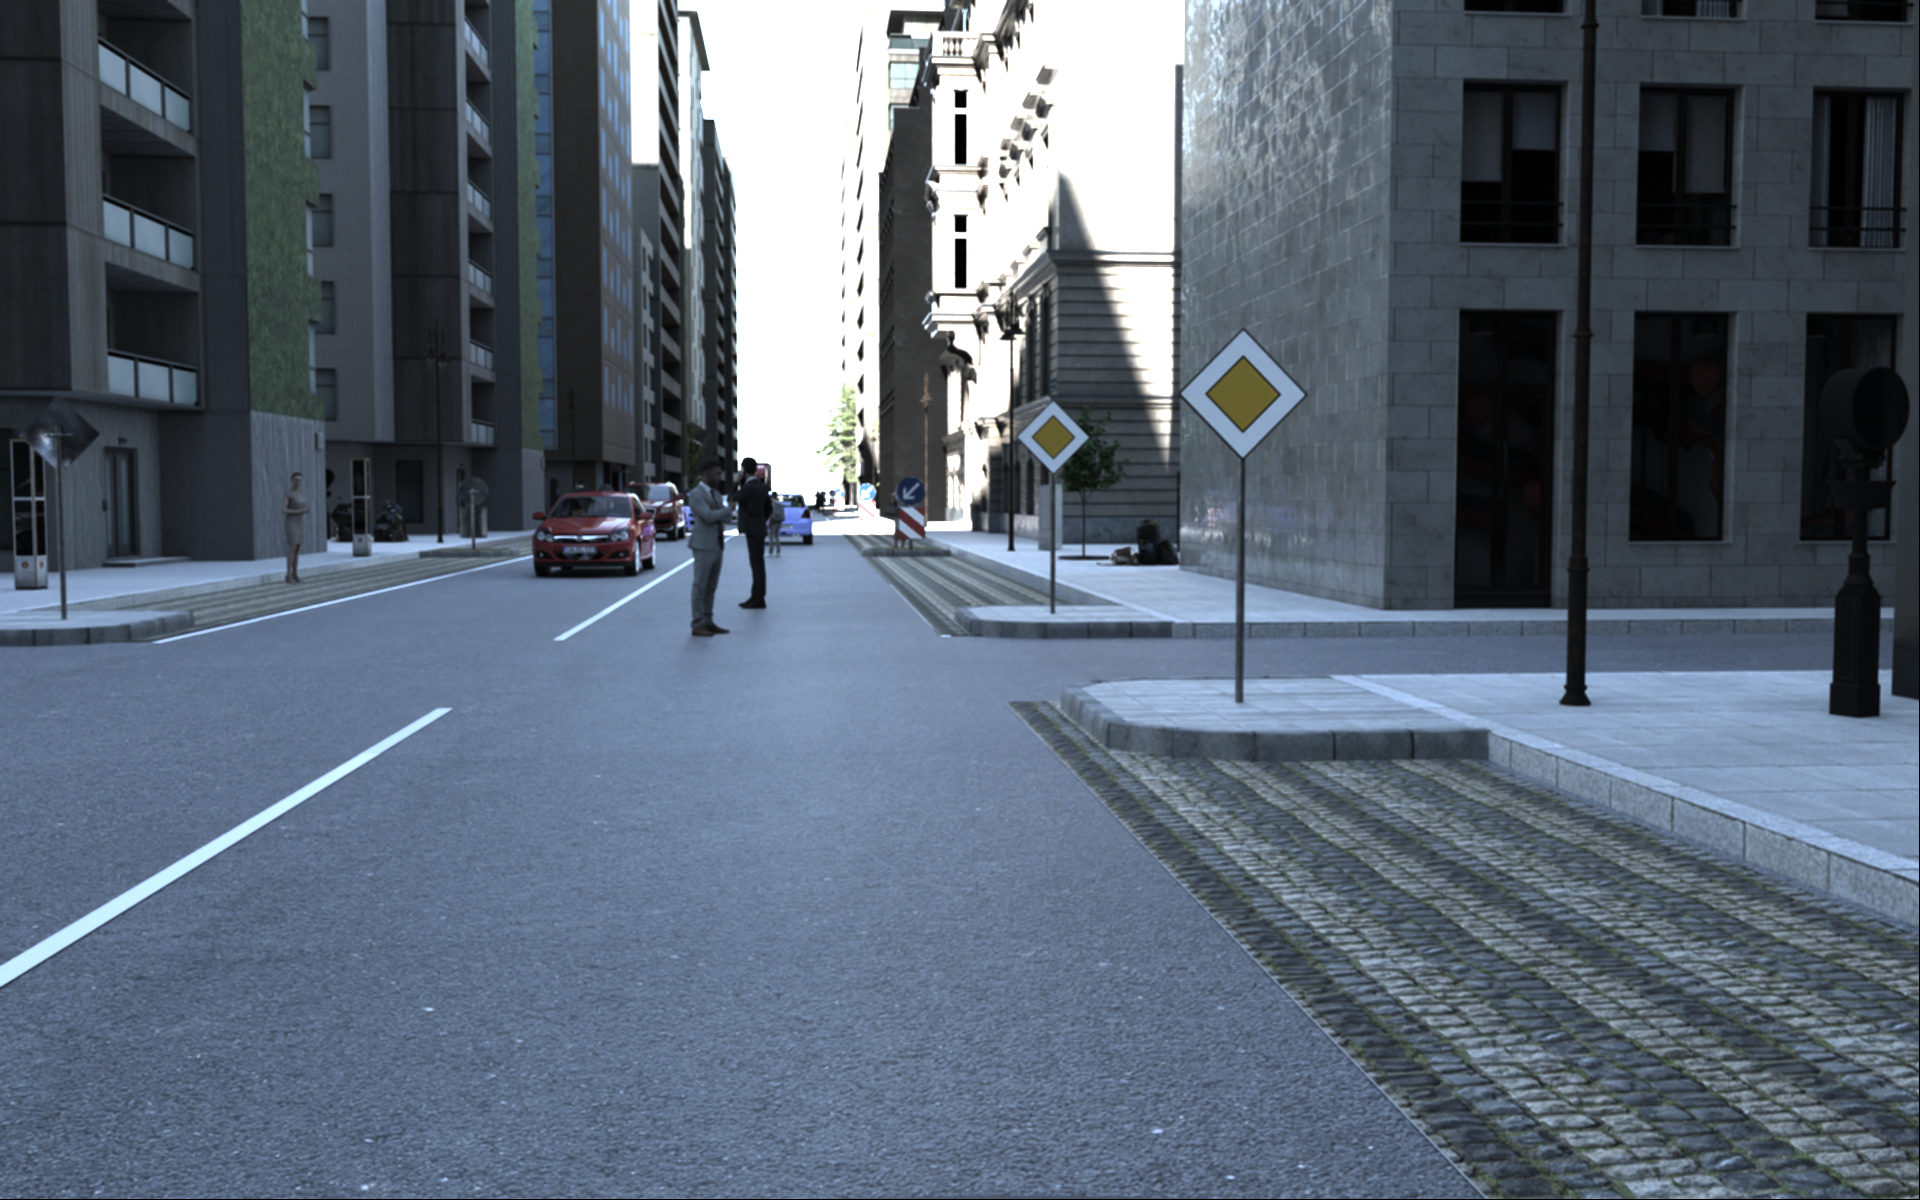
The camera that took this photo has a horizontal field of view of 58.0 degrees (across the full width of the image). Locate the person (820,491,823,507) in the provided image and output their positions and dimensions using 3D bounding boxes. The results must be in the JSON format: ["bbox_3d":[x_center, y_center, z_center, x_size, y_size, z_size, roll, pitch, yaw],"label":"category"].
[{"bbox_3d":[-15.642,-11.415,195.162,0.705,1.821,1.348,-1,4,-9],"label":"person"}]

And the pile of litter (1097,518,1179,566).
[{"bbox_3d":[3.260,-1.069,31.441,1.719,0.858,1.176,-1,4,-9],"label":"pile of litter"}]

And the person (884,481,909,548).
[{"bbox_3d":[-1.566,-2.137,43.801,0.716,1.782,0.532,0,4,-1],"label":"person"}]

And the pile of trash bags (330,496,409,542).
[{"bbox_3d":[-16.614,-2.266,46.801,3.447,1.369,1.912,0,4,1],"label":"pile of trash bags"}]

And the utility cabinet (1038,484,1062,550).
[{"bbox_3d":[2.072,-1.904,39.812,0.318,1.500,1.173,1,4,16],"label":"utility cabinet"}]

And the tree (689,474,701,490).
[{"bbox_3d":[-25.498,-10.649,168.714,1.663,3.219,1.824,0,3,0],"label":"tree"}]

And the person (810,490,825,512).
[{"bbox_3d":[-11.198,-7.768,136.230,1.217,1.743,0.721,1,4,14],"label":"person"}]

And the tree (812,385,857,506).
[{"bbox_3d":[-11.555,-16.067,180.828,7.486,12.596,7.792,0,3,0],"label":"tree"}]

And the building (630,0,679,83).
[{"bbox_3d":[-32.522,-30.970,130.068,21.300,48.544,21.600,0,4,-5],"label":"building"}]

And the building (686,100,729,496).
[{"bbox_3d":[-40.163,-36.032,212.830,21.300,48.544,21.600,0,4,-5],"label":"building"}]

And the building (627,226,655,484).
[{"bbox_3d":[-33.855,-15.928,105.466,27.650,21.520,28.899,0,4,-5],"label":"building"}]

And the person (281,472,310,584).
[{"bbox_3d":[-10.636,-1.157,27.757,0.374,1.781,0.599,1,4,12],"label":"person"}]

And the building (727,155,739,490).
[{"bbox_3d":[-41.223,-37.362,234.572,21.300,48.544,21.600,0,4,-5],"label":"building"}]

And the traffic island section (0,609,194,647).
[{"bbox_3d":[-9.184,0.279,17.713,2.009,0.180,2.903,0,4,-5],"label":"traffic island section"}]

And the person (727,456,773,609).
[{"bbox_3d":[-2.648,-0.850,21.766,0.474,1.900,0.648,1,4,10],"label":"person"}]

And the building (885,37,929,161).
[{"bbox_3d":[2.018,-20.945,114.159,14.160,30.474,14.107,0,4,-5],"label":"building"}]

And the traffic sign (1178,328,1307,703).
[{"bbox_3d":[1.717,-0.426,10.601,0.795,2.450,0.064,0,4,-5],"label":"traffic sign"}]

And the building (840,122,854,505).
[{"bbox_3d":[-3.999,-36.254,216.455,21.300,48.544,21.600,0,4,-5],"label":"building"}]

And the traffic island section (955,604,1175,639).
[{"bbox_3d":[1.016,0.223,18.633,2.009,0.180,2.903,0,4,-5],"label":"traffic island section"}]

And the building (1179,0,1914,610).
[{"bbox_3d":[12.574,-10.376,24.398,16.860,20.320,10.420,0,4,-5],"label":"building"}]

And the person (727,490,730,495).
[{"bbox_3d":[-21.095,-9.216,159.166,1.348,1.826,0.705,-1,4,-11],"label":"person"}]

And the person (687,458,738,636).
[{"bbox_3d":[-2.503,-0.546,17.605,0.466,1.800,0.511,0,4,7],"label":"person"}]

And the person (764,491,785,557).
[{"bbox_3d":[-4.237,-1.737,39.501,0.523,1.515,0.503,0,4,0],"label":"person"}]

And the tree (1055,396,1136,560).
[{"bbox_3d":[2.355,-2.410,34.008,1.663,3.219,1.824,0,3,0],"label":"tree"}]

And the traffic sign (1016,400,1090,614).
[{"bbox_3d":[0.993,-0.912,18.553,0.795,2.450,0.064,0,4,-5],"label":"traffic sign"}]

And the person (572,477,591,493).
[{"bbox_3d":[-10.335,-2.418,47.403,0.474,1.900,0.648,3,5,43],"label":"person"}]

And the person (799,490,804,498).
[{"bbox_3d":[-14.477,-9.036,156.255,1.348,1.821,0.705,3,5,43],"label":"person"}]

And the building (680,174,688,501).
[{"bbox_3d":[-31.108,-23.080,149.060,14.160,30.474,14.107,0,4,-5],"label":"building"}]

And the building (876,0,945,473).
[{"bbox_3d":[7.431,-33.369,134.817,28.713,52.752,27.495,0,4,-5],"label":"building"}]

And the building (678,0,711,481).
[{"bbox_3d":[-41.827,-36.587,187.430,28.713,52.752,27.495,0,4,-5],"label":"building"}]

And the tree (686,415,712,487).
[{"bbox_3d":[-25.411,-12.978,162.548,4.737,8.622,4.395,0,3,0],"label":"tree"}]

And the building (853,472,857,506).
[{"bbox_3d":[-1.819,-46.272,194.795,20.563,71.187,20.611,0,4,-5],"label":"building"}]

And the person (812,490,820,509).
[{"bbox_3d":[-13.342,-9.436,162.872,1.348,1.812,0.705,-2,4,-35],"label":"person"}]

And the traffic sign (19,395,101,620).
[{"bbox_3d":[-9.161,-0.857,17.654,0.795,2.450,0.064,0,4,-5],"label":"traffic sign"}]

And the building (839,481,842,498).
[{"bbox_3d":[-0.657,-33.561,240.602,32.217,40.220,23.993,0,4,-5],"label":"building"}]

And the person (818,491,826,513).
[{"bbox_3d":[-10.527,-7.494,131.941,0.541,1.710,0.530,3,5,44],"label":"person"}]

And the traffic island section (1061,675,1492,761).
[{"bbox_3d":[1.739,0.710,10.680,2.009,0.180,2.903,0,4,-5],"label":"traffic island section"}]

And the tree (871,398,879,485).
[{"bbox_3d":[-3.504,-9.324,102.815,4.737,8.622,4.395,0,3,0],"label":"tree"}]

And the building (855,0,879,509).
[{"bbox_3d":[1.430,-32.740,159.004,21.300,48.544,21.600,0,4,-5],"label":"building"}]

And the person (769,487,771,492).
[{"bbox_3d":[-10.657,-5.395,96.665,1.348,1.831,0.705,2,4,34],"label":"person"}]
